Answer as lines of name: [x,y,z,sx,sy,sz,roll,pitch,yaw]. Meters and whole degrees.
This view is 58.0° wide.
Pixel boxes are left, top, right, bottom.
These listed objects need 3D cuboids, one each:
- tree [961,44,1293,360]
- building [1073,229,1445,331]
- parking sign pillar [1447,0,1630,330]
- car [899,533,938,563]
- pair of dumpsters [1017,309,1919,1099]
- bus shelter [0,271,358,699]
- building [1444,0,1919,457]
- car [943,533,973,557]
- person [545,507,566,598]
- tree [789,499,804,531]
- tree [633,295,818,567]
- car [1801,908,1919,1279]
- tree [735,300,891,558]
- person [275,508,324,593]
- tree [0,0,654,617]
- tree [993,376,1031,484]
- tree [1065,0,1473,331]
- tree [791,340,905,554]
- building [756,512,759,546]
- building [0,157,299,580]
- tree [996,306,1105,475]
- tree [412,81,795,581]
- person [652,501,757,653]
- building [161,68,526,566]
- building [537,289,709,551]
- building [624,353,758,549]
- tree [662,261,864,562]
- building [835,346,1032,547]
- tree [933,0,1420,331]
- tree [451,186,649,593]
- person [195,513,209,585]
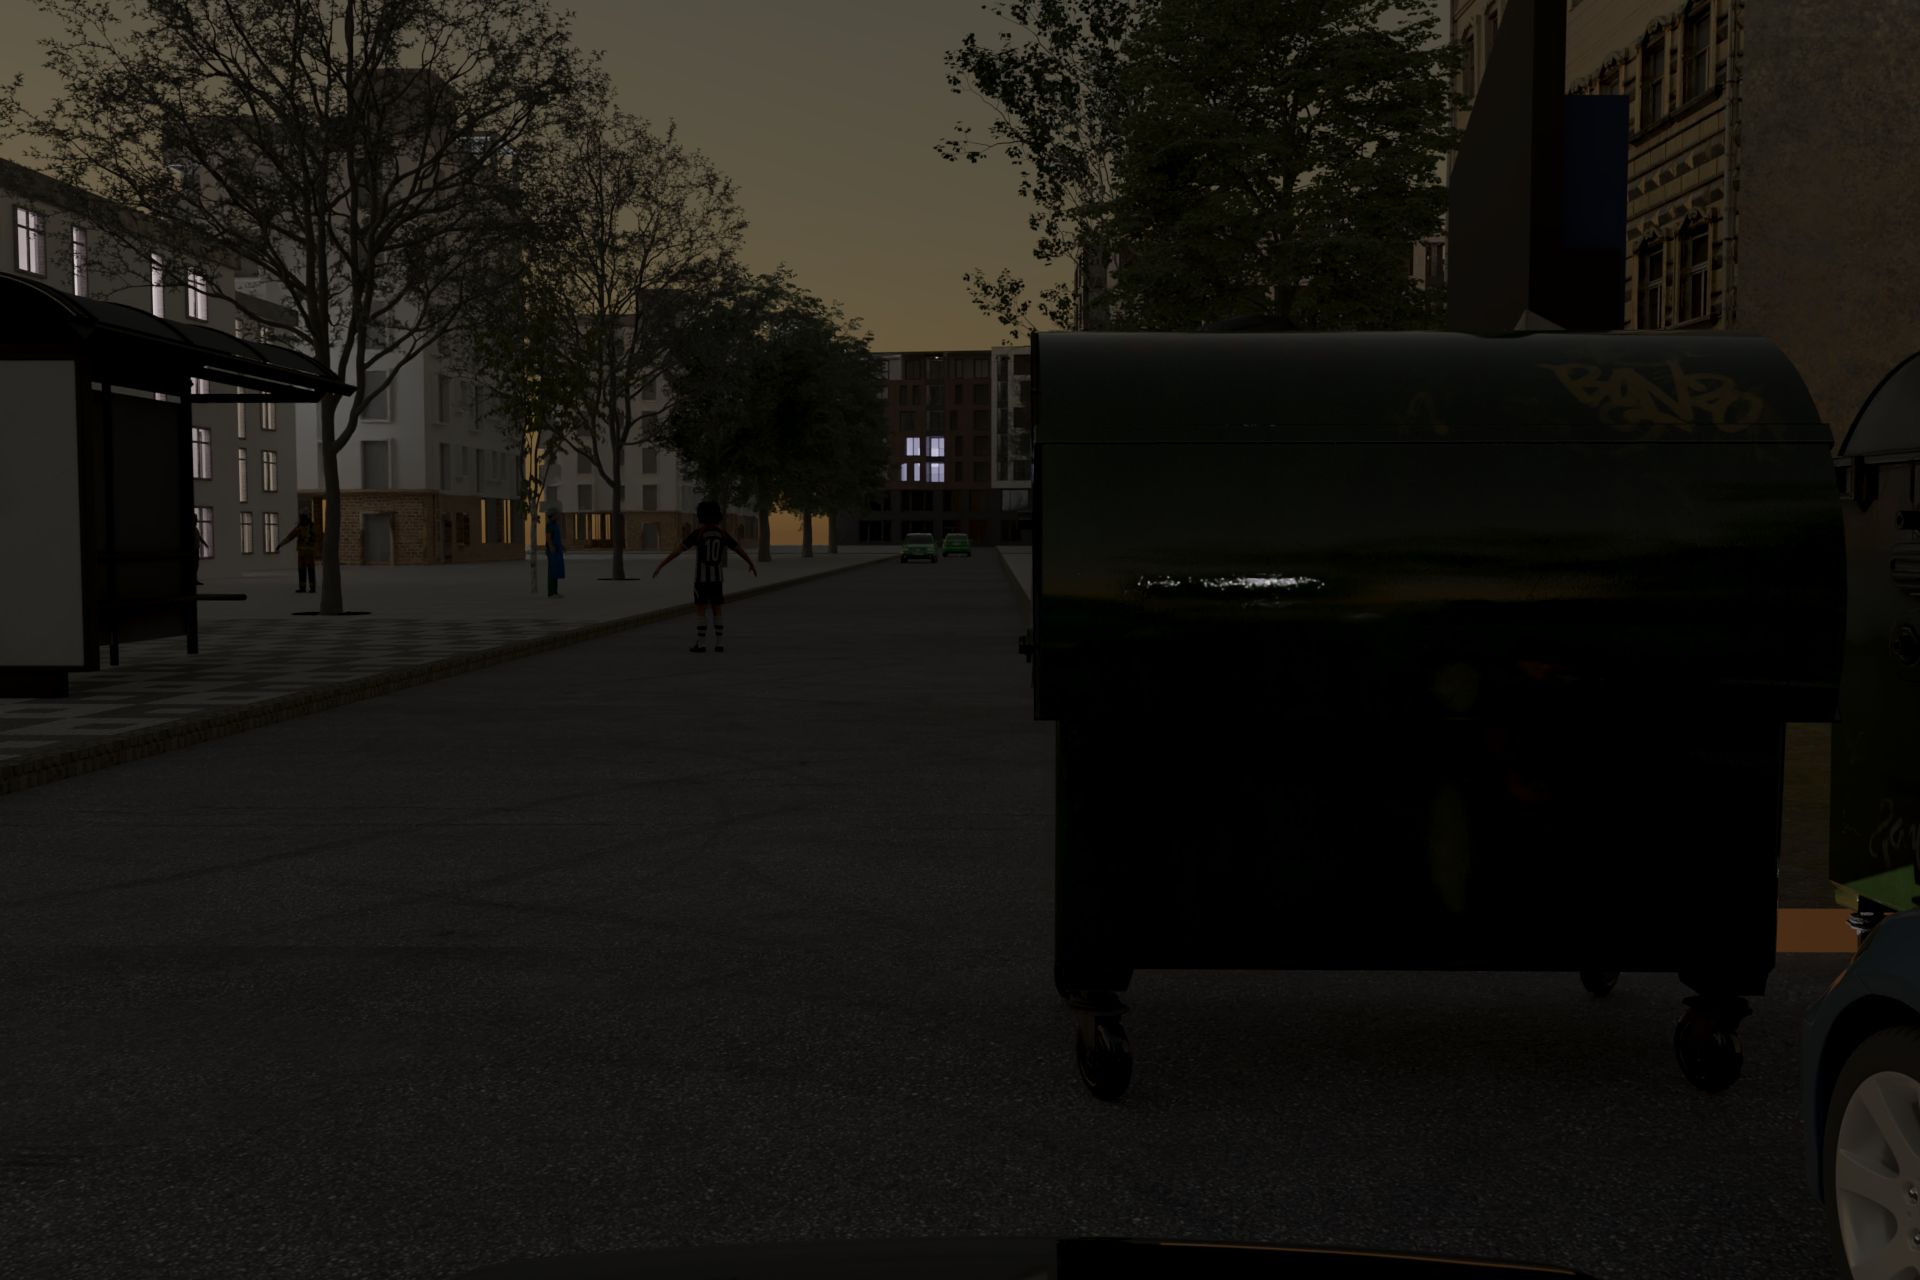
tree: [6.517,-12.855,66.075,12.611,20.169,13.585,0,3,0]
building: [22.538,-17.665,132.797,27.936,21.610,32.646,0,4,1]
parking sign pillar: [2.702,-1.211,8.270,1.447,3.967,1.447,0,3,0]
car: [-2.039,-4.773,86.839,1.959,1.807,4.718,0,4,1]
pair of dumpsters: [2.378,0.007,4.829,4.436,2.255,1.574,0,4,1]
bus shelter: [-7.519,-1.349,15.977,2.014,3.302,5.546,0,4,1]
building: [22.166,-12.616,37.204,19.493,23.208,18.063,0,4,1]
car: [-0.168,-6.165,109.590,1.959,1.807,4.718,0,4,1]
person: [-8.100,-1.744,34.648,0.704,1.817,1.347,0,4,-3]
tree: [-18.192,-15.317,200.787,4.737,8.622,4.395,0,3,0]
tree: [-8.856,-8.085,66.599,8.767,10.594,7.601,3,4,36]
car: [2.384,0.653,1.321,2.014,1.417,4.499,0,4,1]
tree: [-8.458,-11.478,94.327,9.857,13.997,8.962,0,3,0]
person: [-14.270,-1.957,37.767,1.354,1.858,0.705,1,4,12]
tree: [-9.811,-7.136,27.050,12.009,13.543,11.850,0,3,0]
tree: [7.452,-11.994,106.473,12.009,13.543,11.850,0,3,0]
tree: [5.486,-6.832,29.823,7.486,12.596,7.792,0,3,0]
tree: [-8.209,-12.579,112.328,9.857,13.997,8.962,0,3,0]
building: [-26.075,-19.222,170.694,16.016,20.090,11.380,0,4,2]
building: [-25.765,-6.678,51.329,9.099,9.664,28.070,0,4,0]
tree: [6.983,-11.175,93.074,12.009,13.543,11.850,0,3,0]
tree: [-9.598,-8.395,47.621,12.009,13.543,11.850,0,3,0]
person: [-3.061,-0.760,21.030,1.345,1.843,0.704,-2,4,-30]
building: [-26.430,-13.181,71.924,16.016,20.090,11.380,0,4,0]
building: [-26.710,-17.032,134.891,16.016,20.090,11.380,0,4,2]
building: [-24.582,-18.077,151.973,16.016,20.090,11.380,0,4,2]
tree: [-9.149,-10.588,79.762,9.857,13.997,8.962,0,3,0]
building: [3.566,-21.728,201.685,32.646,21.610,27.936,1,4,10]
tree: [5.483,-11.570,45.066,12.611,20.169,13.585,0,3,0]
tree: [-9.152,-5.351,37.849,4.737,8.622,4.395,0,3,0]
person: [-19.193,-2.282,43.433,0.705,1.813,1.348,0,4,-3]
